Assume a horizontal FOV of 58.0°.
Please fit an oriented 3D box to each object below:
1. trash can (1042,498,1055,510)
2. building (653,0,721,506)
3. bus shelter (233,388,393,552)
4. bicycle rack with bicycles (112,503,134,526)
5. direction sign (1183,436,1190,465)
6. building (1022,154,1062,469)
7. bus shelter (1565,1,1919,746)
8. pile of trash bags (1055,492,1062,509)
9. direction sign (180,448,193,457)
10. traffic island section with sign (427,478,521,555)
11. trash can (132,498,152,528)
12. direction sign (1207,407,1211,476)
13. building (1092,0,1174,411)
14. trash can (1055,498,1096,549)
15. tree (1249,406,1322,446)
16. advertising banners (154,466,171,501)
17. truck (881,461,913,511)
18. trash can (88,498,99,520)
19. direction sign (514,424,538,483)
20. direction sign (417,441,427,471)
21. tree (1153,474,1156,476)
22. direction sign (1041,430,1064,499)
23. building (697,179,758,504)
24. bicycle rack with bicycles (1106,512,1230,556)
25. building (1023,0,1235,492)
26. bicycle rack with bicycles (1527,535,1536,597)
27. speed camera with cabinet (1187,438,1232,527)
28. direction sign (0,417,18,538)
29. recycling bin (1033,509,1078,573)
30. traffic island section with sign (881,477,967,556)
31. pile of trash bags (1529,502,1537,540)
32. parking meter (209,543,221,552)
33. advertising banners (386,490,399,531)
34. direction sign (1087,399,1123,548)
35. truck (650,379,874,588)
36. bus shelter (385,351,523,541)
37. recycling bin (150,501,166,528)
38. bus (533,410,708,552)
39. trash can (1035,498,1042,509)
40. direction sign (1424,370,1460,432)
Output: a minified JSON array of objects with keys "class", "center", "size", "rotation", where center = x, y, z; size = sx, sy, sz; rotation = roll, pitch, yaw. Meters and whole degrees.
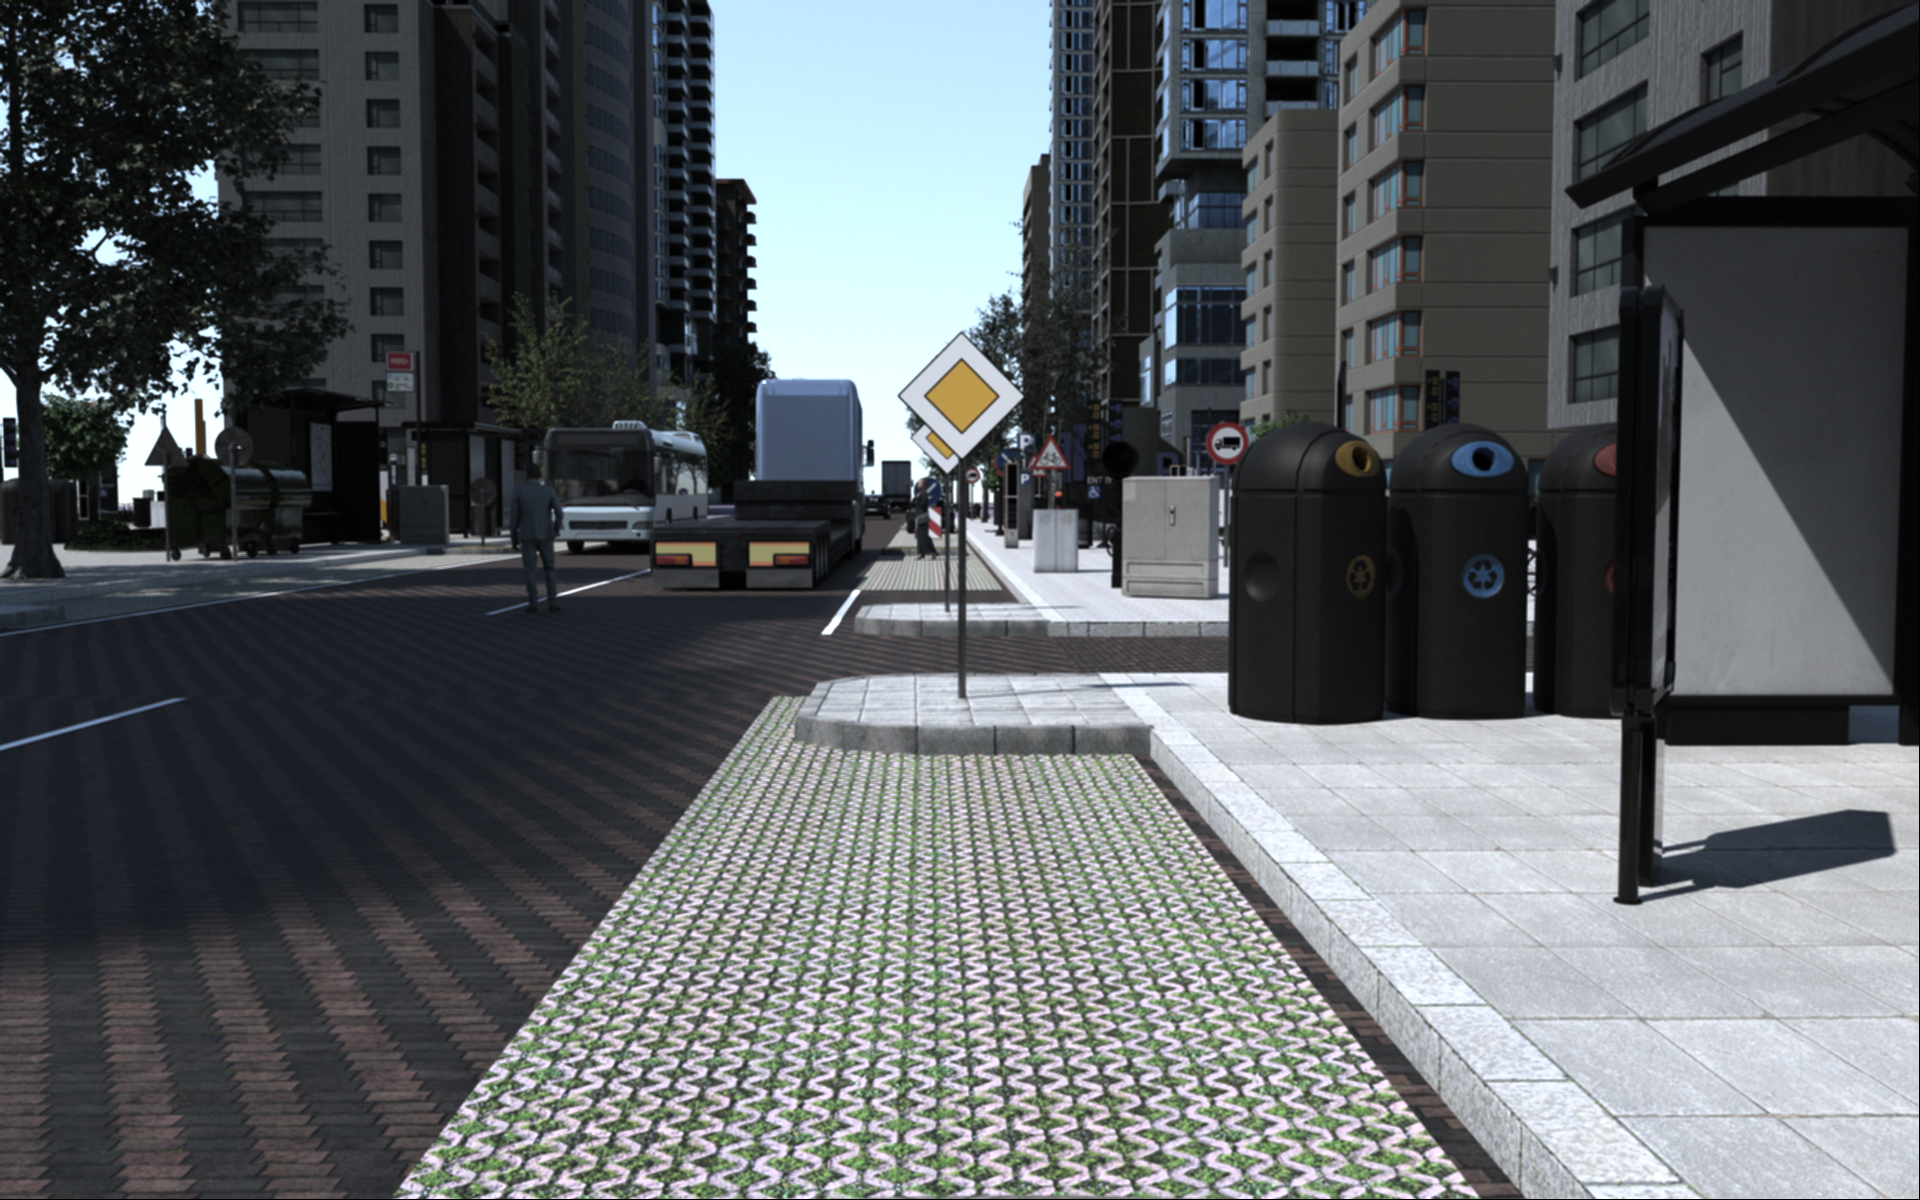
[{"class":"trash can","center":[3.319,-2.896,58.997],"size":[0.748,1.137,0.748],"rotation":[0,3,0]},{"class":"building","center":[-39.343,-54.439,202.755],"size":[22.319,86.520,31.000],"rotation":[0,4,-1]},{"class":"bus shelter","center":[-15.329,-3.066,41.420],"size":[1.731,3.624,6.357],"rotation":[0,4,-1]},{"class":"bicycle rack with bicycles","center":[-33.064,-3.458,69.926],"size":[2.852,0.926,2.925],"rotation":[0,4,8]},{"class":"direction sign","center":[8.884,-4.650,68.027],"size":[0.379,3.537,0.876],"rotation":[0,4,-7]},{"class":"building","center":[19.956,-37.852,242.584],"size":[21.300,48.544,21.600],"rotation":[0,4,-1]},{"class":"bus shelter","center":[4.179,-0.756,6.286],"size":[2.014,3.302,5.546],"rotation":[0,4,-1]},{"class":"pile of trash bags","center":[4.634,-3.593,68.502],"size":[1.912,1.369,3.447],"rotation":[2,4,30]},{"class":"direction sign","center":[-37.775,-5.652,84.403],"size":[0.379,3.537,0.876],"rotation":[3,4,37]},{"class":"traffic island section with sign","center":[-11.539,-2.015,41.574],"size":[1.989,1.847,2.006],"rotation":[0,4,-1]},{"class":"trash can","center":[-31.093,-3.316,65.866],"size":[0.748,1.137,0.748],"rotation":[0,3,0]},{"class":"direction sign","center":[6.532,-3.270,45.461],"size":[0.379,3.537,0.876],"rotation":[0,4,4]},{"class":"building","center":[20.301,-43.401,147.853],"size":[20.563,71.187,20.611],"rotation":[0,4,-1]},{"class":"trash can","center":[2.812,-1.771,40.610],"size":[0.748,1.137,0.748],"rotation":[0,3,0]},{"class":"tree","center":[12.286,-4.954,64.715],"size":[4.285,4.588,4.351],"rotation":[0,3,0]},{"class":"advertising banners","center":[-41.999,-5.795,90.934],"size":[0.090,3.025,2.074],"rotation":[1,4,18]},{"class":"truck","center":[-5.481,-9.902,150.814],"size":[2.839,4.237,11.283],"rotation":[0,4,-1]},{"class":"trash can","center":[-31.883,-3.164,63.380],"size":[0.748,1.137,0.748],"rotation":[0,3,0]},{"class":"direction sign","center":[-14.145,-3.946,56.520],"size":[0.379,3.537,0.876],"rotation":[3,5,40]},{"class":"direction sign","center":[-17.754,-4.036,57.989],"size":[0.876,3.537,0.379],"rotation":[1,4,12]},{"class":"tree","center":[10.883,-5.903,91.118],"size":[1.663,3.219,1.824],"rotation":[0,3,0]},{"class":"direction sign","center":[3.303,-4.221,61.009],"size":[0.876,3.537,0.379],"rotation":[0,4,-1]},{"class":"building","center":[-39.153,-35.449,234.209],"size":[22.147,44.769,28.867],"rotation":[0,4,-1]},{"class":"bicycle rack with bicycles","center":[4.351,-1.298,34.602],"size":[2.852,0.926,2.925],"rotation":[-1,4,-9]},{"class":"building","center":[19.846,-55.189,215.003],"size":[22.319,86.520,31.000],"rotation":[0,4,-1]},{"class":"bicycle rack with bicycles","center":[7.736,-0.459,20.893],"size":[2.852,0.926,2.925],"rotation":[-3,5,-43]},{"class":"speed camera with cabinet","center":[8.731,-4.063,60.768],"size":[2.038,3.252,0.660],"rotation":[1,4,18]},{"class":"direction sign","center":[-28.351,-3.622,51.212],"size":[0.876,3.537,0.379],"rotation":[-1,4,-19]},{"class":"recycling bin","center":[1.570,-0.976,28.505],"size":[0.722,1.027,0.722],"rotation":[0,4,1]},{"class":"traffic island section with sign","center":[-0.859,-1.969,40.825],"size":[1.989,1.847,2.006],"rotation":[0,4,-1]},{"class":"pile of trash bags","center":[15.063,-2.369,48.493],"size":[3.447,1.369,1.912],"rotation":[0,4,4]},{"class":"parking meter","center":[-16.442,-1.984,38.146],"size":[0.255,1.863,0.399],"rotation":[-1,4,-23]},{"class":"advertising banners","center":[-19.842,-3.945,60.695],"size":[2.074,3.025,0.090],"rotation":[0,4,1]},{"class":"direction sign","center":[3.464,-3.031,41.548],"size":[0.876,3.537,0.379],"rotation":[-1,4,-10]},{"class":"truck","center":[-3.484,-2.749,34.700],"size":[2.967,4.110,18.799],"rotation":[0,4,-1]},{"class":"bus shelter","center":[-15.057,-4.508,51.334],"size":[2.179,5.291,8.768],"rotation":[0,4,-1]},{"class":"recycling bin","center":[-28.295,-3.006,61.705],"size":[0.722,1.027,0.722],"rotation":[1,4,19]},{"class":"bus","center":[-8.669,-3.129,46.012],"size":[2.948,3.499,13.247],"rotation":[0,4,-2]},{"class":"trash can","center":[3.092,-3.124,62.727],"size":[0.748,1.137,0.748],"rotation":[0,3,0]},{"class":"direction sign","center":[8.857,-2.440,31.883],"size":[0.876,3.537,0.379],"rotation":[-2,4,-32]}]
